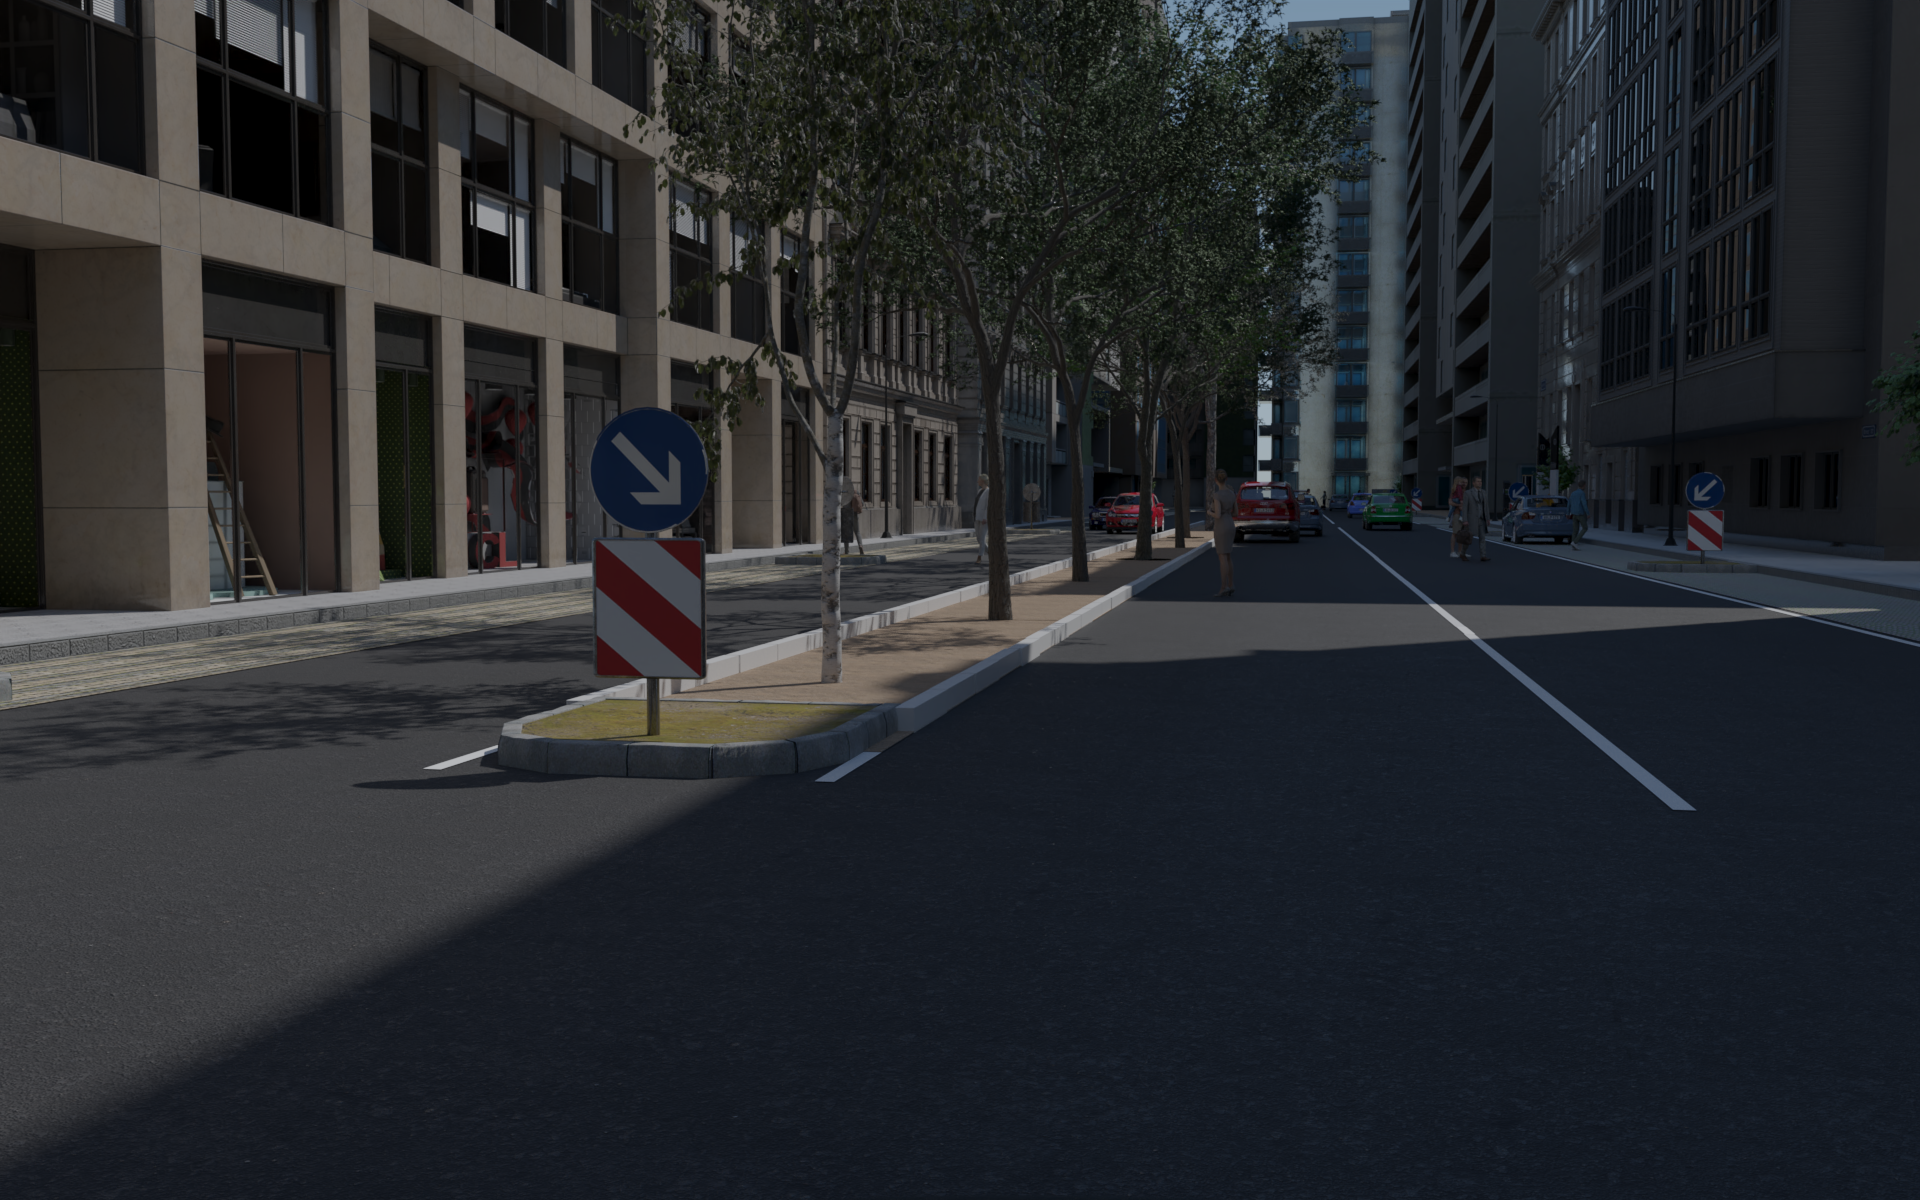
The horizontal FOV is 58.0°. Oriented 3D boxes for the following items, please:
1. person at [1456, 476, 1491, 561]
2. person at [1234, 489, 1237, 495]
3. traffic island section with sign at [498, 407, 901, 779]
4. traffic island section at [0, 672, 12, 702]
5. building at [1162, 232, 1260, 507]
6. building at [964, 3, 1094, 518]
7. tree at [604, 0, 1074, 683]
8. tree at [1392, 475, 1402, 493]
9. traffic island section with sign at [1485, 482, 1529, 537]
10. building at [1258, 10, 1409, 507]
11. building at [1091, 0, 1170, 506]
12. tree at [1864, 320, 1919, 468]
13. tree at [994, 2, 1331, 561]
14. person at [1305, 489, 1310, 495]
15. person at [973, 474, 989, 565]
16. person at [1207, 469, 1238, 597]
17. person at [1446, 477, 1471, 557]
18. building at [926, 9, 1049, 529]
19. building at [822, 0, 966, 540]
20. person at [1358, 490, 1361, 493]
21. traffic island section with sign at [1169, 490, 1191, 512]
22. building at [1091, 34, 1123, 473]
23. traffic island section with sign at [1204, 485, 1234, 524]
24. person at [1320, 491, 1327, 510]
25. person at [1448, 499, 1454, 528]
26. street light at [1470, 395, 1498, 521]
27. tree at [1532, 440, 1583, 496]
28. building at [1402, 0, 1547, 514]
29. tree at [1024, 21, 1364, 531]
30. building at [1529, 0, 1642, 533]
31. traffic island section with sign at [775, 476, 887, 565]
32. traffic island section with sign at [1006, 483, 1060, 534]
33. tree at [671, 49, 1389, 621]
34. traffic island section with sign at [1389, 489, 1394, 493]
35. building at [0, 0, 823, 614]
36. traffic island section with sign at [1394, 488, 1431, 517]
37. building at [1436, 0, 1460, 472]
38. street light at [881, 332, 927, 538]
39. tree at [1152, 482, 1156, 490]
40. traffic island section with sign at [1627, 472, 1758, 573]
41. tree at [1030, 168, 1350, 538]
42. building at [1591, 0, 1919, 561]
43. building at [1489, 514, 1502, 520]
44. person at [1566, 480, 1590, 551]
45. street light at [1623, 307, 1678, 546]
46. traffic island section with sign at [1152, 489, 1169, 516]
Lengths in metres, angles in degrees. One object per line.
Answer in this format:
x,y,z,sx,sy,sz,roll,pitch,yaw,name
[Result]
10.991,-1.731,36.900,0.694,1.812,0.767,-1,4,-19,person
14.757,-5.152,93.412,0.551,1.740,0.621,0,4,2,person
-1.513,-0.097,9.722,2.006,1.907,1.989,1,4,11,traffic island section with sign
-7.699,0.673,11.273,2.009,0.180,2.903,1,4,11,traffic island section
22.835,-24.590,173.743,14.107,30.474,14.160,1,4,11,building
-0.546,-25.044,93.060,14.154,41.232,14.086,1,4,11,building
-0.940,-3.685,13.073,4.360,8.622,3.978,0,3,0,tree
40.225,-9.963,157.493,1.663,3.219,1.824,0,3,0,tree
18.704,-3.060,58.663,1.989,1.847,2.006,1,4,11,traffic island section with sign
45.710,-33.913,174.082,30.456,49.044,23.786,1,4,11,building
10.885,-30.814,153.912,14.200,45.320,14.600,1,4,11,building
15.676,-2.606,26.319,4.285,4.588,4.351,0,3,0,tree
4.041,-6.643,36.831,9.928,11.665,9.643,0,3,0,tree
17.588,-4.785,87.654,0.530,1.710,0.541,2,4,29,person
0.512,-1.655,35.436,0.514,1.842,0.818,3,4,38,person
3.656,-0.936,24.149,0.374,1.781,0.599,3,5,43,person
11.321,-1.884,39.275,0.573,1.828,0.580,2,4,25,person
-2.195,-13.695,73.069,9.793,20.994,18.267,1,4,11,building
-6.299,-11.633,54.831,10.561,19.102,19.286,1,4,11,building
28.619,-7.012,123.866,1.217,1.735,0.721,-2,4,-31,person
17.398,-7.934,138.347,1.989,1.847,2.006,1,4,11,traffic island section with sign
-3.805,-32.125,114.481,28.713,52.752,27.495,1,4,11,building
12.848,-4.608,83.481,2.006,1.907,1.989,1,4,11,traffic island section with sign
32.650,-8.946,155.562,0.721,1.735,1.217,3,4,37,person
20.546,-3.634,72.201,0.394,1.301,0.425,1,4,9,person
24.650,-6.660,81.430,1.470,5.913,1.316,1,4,11,street light
21.185,-4.099,61.615,1.663,3.219,1.824,0,3,0,tree
48.250,-31.720,142.327,21.300,48.544,21.600,1,4,11,building
8.712,-12.809,67.772,12.611,20.169,13.585,0,3,0,tree
30.044,-16.508,67.175,12.463,27.353,25.104,1,4,11,building
-2.588,-1.658,35.732,1.989,1.847,2.006,1,4,11,traffic island section with sign
2.565,-3.277,62.209,1.989,1.847,2.006,1,4,11,traffic island section with sign
0.546,-5.062,19.626,8.767,10.594,7.601,1,4,11,tree
33.470,-7.692,134.398,1.989,1.847,2.006,1,4,11,traffic island section with sign
-16.218,-13.752,29.364,19.350,26.468,34.151,1,4,11,building
28.298,-6.074,107.942,1.989,1.847,2.006,1,4,11,traffic island section with sign
47.370,-32.291,117.201,28.713,52.752,27.495,1,4,11,building
-1.602,-4.733,49.933,1.470,5.913,1.316,1,4,11,street light
15.669,-9.188,144.827,1.663,3.219,1.824,0,3,0,tree
13.554,-1.442,32.203,1.989,1.847,2.006,1,4,11,traffic island section with sign
7.315,-8.734,55.627,12.009,13.543,11.850,0,3,0,tree
25.199,-15.258,42.974,14.314,27.812,24.014,1,4,11,building
38.849,-28.731,93.446,21.300,48.544,21.600,1,4,11,building
15.562,-2.128,43.637,0.444,1.785,0.601,-1,4,-15,person
17.126,-4.307,42.968,1.470,5.913,1.316,1,4,11,street light
12.242,-6.316,111.888,1.989,1.847,2.006,1,4,11,traffic island section with sign
